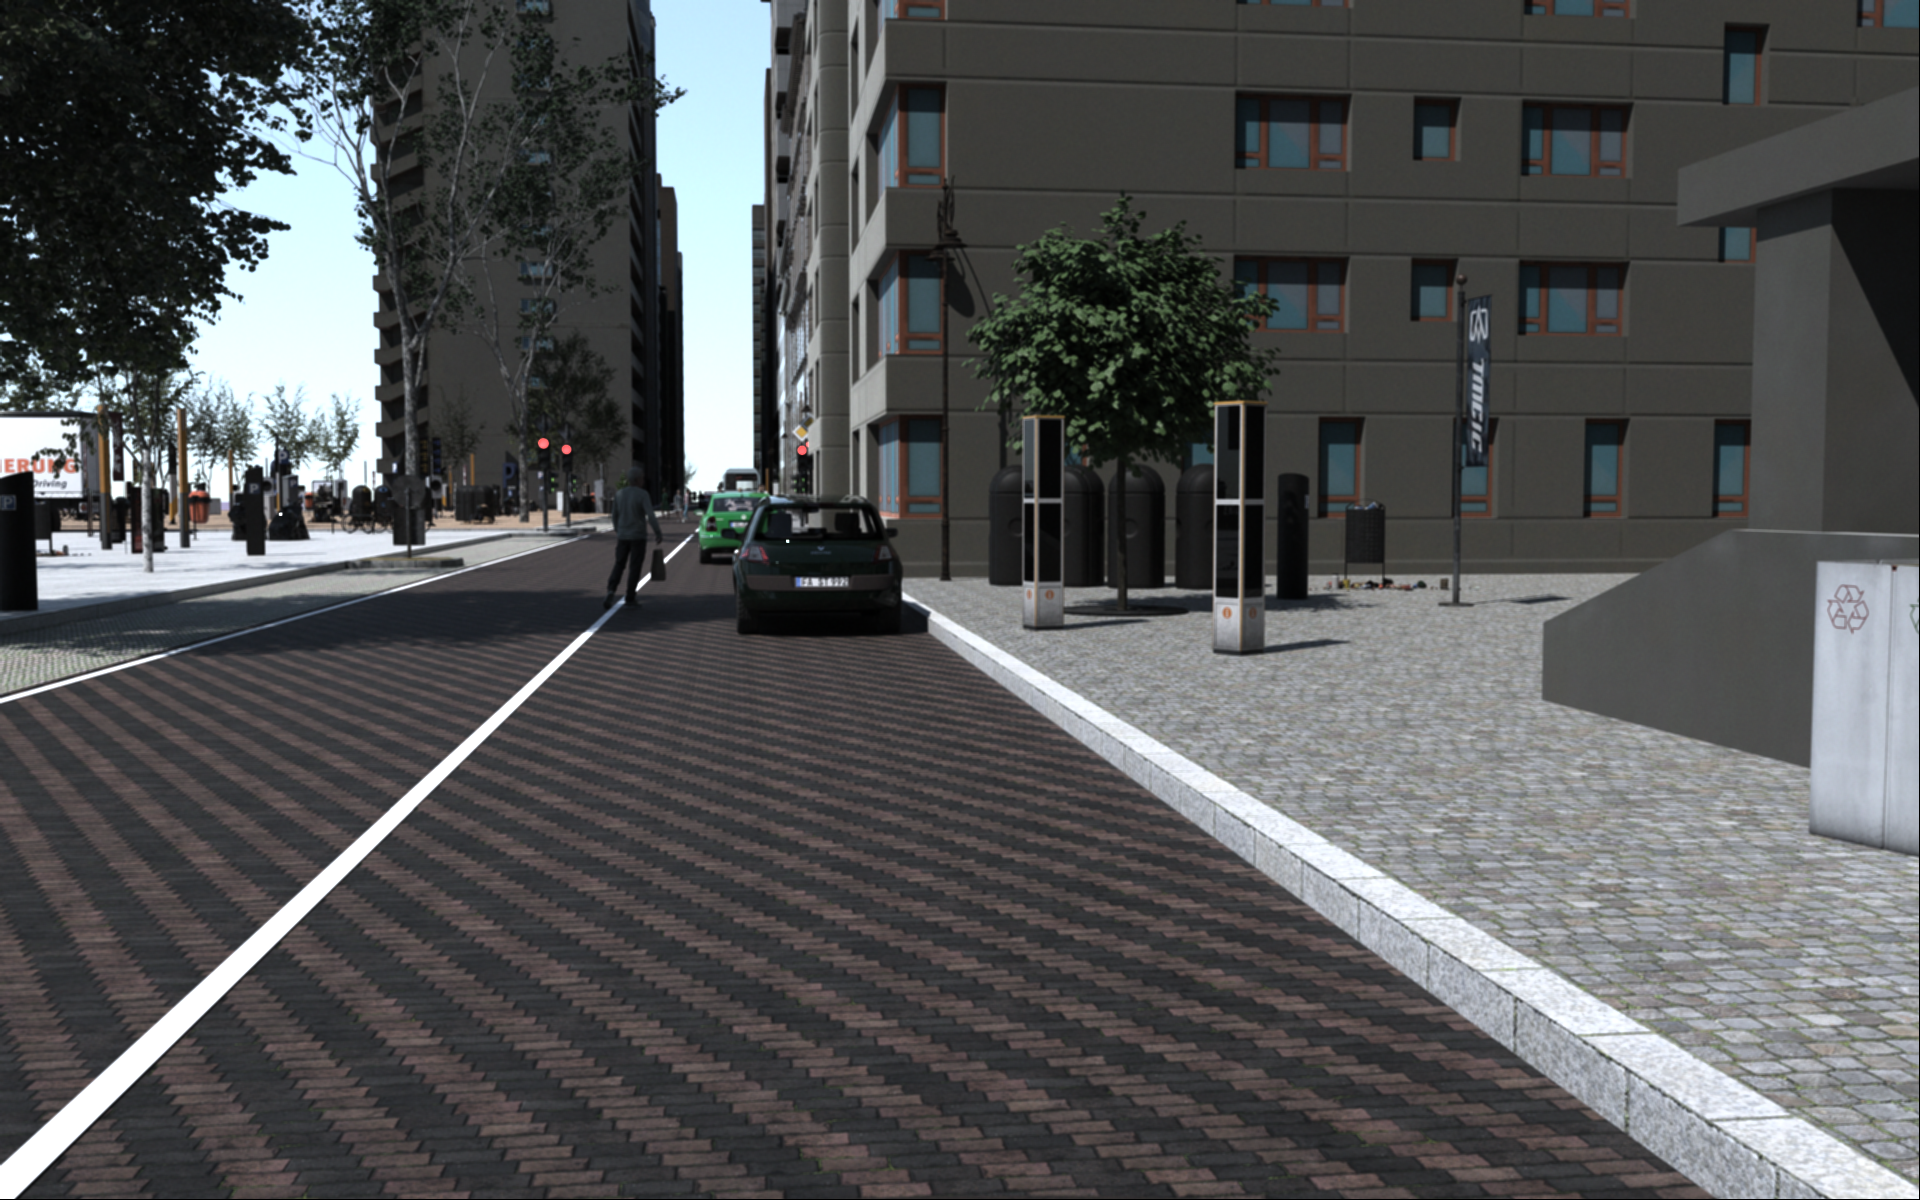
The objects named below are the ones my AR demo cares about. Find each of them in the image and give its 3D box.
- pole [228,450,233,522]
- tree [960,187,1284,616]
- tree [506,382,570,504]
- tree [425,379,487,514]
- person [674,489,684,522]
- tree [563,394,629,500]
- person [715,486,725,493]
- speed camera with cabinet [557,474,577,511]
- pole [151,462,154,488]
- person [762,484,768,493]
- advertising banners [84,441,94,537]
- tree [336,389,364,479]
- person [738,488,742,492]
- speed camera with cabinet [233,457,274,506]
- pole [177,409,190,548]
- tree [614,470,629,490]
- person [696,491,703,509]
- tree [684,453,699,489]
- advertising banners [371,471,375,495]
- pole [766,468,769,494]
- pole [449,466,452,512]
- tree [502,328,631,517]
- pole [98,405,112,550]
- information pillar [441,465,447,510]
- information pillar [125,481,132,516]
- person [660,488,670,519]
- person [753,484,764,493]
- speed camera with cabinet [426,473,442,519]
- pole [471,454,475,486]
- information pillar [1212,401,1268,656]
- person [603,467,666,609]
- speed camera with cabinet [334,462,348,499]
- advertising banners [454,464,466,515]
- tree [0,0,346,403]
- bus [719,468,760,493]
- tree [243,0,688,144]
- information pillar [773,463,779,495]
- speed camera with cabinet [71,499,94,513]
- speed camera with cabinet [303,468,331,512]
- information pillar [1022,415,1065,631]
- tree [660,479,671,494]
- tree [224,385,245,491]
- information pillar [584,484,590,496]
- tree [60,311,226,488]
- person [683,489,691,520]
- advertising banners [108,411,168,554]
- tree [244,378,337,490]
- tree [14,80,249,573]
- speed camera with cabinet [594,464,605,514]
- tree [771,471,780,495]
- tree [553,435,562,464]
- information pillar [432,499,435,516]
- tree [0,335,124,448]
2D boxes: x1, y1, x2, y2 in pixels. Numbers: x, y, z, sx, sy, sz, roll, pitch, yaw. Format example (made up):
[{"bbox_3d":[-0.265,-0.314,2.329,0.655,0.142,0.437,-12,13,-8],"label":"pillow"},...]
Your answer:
[{"bbox_3d":[-33.392,-5.228,79.326,0.158,3.312,0.155,0,3,0],"label":"pole"},{"bbox_3d":[1.734,-2.145,18.791,4.285,4.588,4.351,0,3,0],"label":"tree"},{"bbox_3d":[-26.940,-9.880,111.902,4.737,8.622,4.395,0,3,0],"label":"tree"},{"bbox_3d":[-32.451,-9.837,111.190,4.360,8.622,3.978,0,3,0],"label":"tree"},{"bbox_3d":[-14.372,-4.833,88.528,0.512,1.701,0.522,-1,4,-20],"label":"person"},{"bbox_3d":[-25.442,-10.535,122.615,4.360,8.622,3.978,0,3,0],"label":"tree"},{"bbox_3d":[-11.712,-4.706,85.244,0.655,1.846,0.447,-3,4,-39],"label":"person"},{"bbox_3d":[-29.334,-8.256,129.323,0.660,3.252,2.038,1,4,18],"label":"speed camera with cabinet"},{"bbox_3d":[-51.412,-7.122,110.287,0.158,3.312,0.155,0,3,0],"label":"pole"},{"bbox_3d":[-8.197,-3.883,72.085,0.679,1.850,0.850,3,4,37],"label":"person"},{"bbox_3d":[-26.238,-3.421,52.125,0.090,3.025,2.074,-1,4,-22],"label":"advertising banners"},{"bbox_3d":[-43.527,-10.442,121.082,4.737,8.622,4.395,0,3,0],"label":"tree"},{"bbox_3d":[-12.743,-5.607,100.533,0.624,1.780,0.694,2,4,32],"label":"person"},{"bbox_3d":[-37.876,-6.022,92.790,2.038,3.252,0.660,-1,4,-17],"label":"speed camera with cabinet"},{"bbox_3d":[-18.596,-2.913,41.469,0.158,3.312,0.155,0,3,0],"label":"pole"},{"bbox_3d":[-27.297,-8.910,140.286,1.663,3.219,1.824,0,3,0],"label":"tree"},{"bbox_3d":[-25.809,-9.930,171.382,0.750,1.759,0.617,-2,4,-34],"label":"person"},{"bbox_3d":[-47.368,-21.234,297.532,4.360,8.622,3.978,0,3,0],"label":"tree"},{"bbox_3d":[-44.673,-8.251,131.087,0.090,3.025,2.074,-3,5,-41],"label":"advertising banners"},{"bbox_3d":[-15.284,-8.783,137.444,0.158,3.312,0.155,0,3,0],"label":"pole"},{"bbox_3d":[-36.770,-8.024,125.036,0.158,3.312,0.155,0,3,0],"label":"pole"},{"bbox_3d":[-21.717,-9.894,96.174,7.601,10.594,8.767,-3,5,-42],"label":"tree"},{"bbox_3d":[-19.718,-2.819,39.933,0.158,3.312,0.155,0,3,0],"label":"pole"},{"bbox_3d":[-41.280,-9.005,138.591,0.504,3.616,0.183,-1,4,-20],"label":"information pillar"},{"bbox_3d":[-47.749,-5.813,99.538,0.304,2.012,0.304,-2,4,-34],"label":"information pillar"},{"bbox_3d":[-16.805,-5.502,98.710,0.529,1.795,0.600,1,4,9],"label":"person"},{"bbox_3d":[-8.029,-3.709,69.113,0.622,1.834,0.822,-3,5,-44],"label":"person"},{"bbox_3d":[-27.437,-5.735,88.109,2.038,3.252,0.660,-2,4,-33],"label":"speed camera with cabinet"},{"bbox_3d":[-24.769,-5.764,88.080,0.158,3.312,0.155,0,3,0],"label":"pole"},{"bbox_3d":[2.236,-0.572,13.849,0.304,2.012,0.304,-3,5,-41],"label":"information pillar"},{"bbox_3d":[-4.039,-0.774,21.633,0.782,1.767,0.515,1,4,22],"label":"person"},{"bbox_3d":[-37.035,-6.807,105.623,2.038,3.252,0.660,-1,4,-9],"label":"speed camera with cabinet"},{"bbox_3d":[-29.302,-6.446,101.583,0.090,3.025,2.074,-2,4,-35],"label":"advertising banners"},{"bbox_3d":[-10.522,-6.684,15.938,9.857,13.997,8.962,0,3,0],"label":"tree"},{"bbox_3d":[-16.383,-8.192,128.799,2.948,3.499,13.247,-1,4,-8],"label":"bus"},{"bbox_3d":[-14.622,-11.810,48.978,12.611,20.169,13.585,0,3,0],"label":"tree"},{"bbox_3d":[-13.713,-8.418,128.993,0.504,3.616,0.183,2,4,26],"label":"information pillar"},{"bbox_3d":[-54.114,-6.902,107.177,0.660,3.252,2.038,1,4,12],"label":"speed camera with cabinet"},{"bbox_3d":[-47.053,-8.107,126.889,2.038,3.252,0.660,-2,4,-23],"label":"speed camera with cabinet"},{"bbox_3d":[0.787,-0.726,16.357,0.304,2.012,0.304,-1,4,-23],"label":"information pillar"},{"bbox_3d":[-36.687,-13.467,214.792,1.663,3.219,1.824,0,3,0],"label":"tree"},{"bbox_3d":[-48.754,-10.177,116.748,4.737,8.622,4.395,0,3,0],"label":"tree"},{"bbox_3d":[-27.636,-7.571,128.277,0.304,2.012,0.304,3,5,40],"label":"information pillar"},{"bbox_3d":[-31.439,-7.127,66.890,4.737,8.622,4.395,0,3,0],"label":"tree"},{"bbox_3d":[-15.402,-5.392,97.493,0.643,1.720,0.563,-2,4,-24],"label":"person"},{"bbox_3d":[-17.796,-2.525,37.479,0.090,3.025,2.074,0,4,6],"label":"advertising banners"},{"bbox_3d":[-42.649,-9.794,110.493,4.737,8.622,4.395,0,3,0],"label":"tree"},{"bbox_3d":[-13.485,-4.767,28.302,4.360,8.622,3.978,0,3,0],"label":"tree"},{"bbox_3d":[-23.725,-7.320,114.022,0.660,3.252,2.038,0,4,-8],"label":"speed camera with cabinet"},{"bbox_3d":[-15.107,-9.176,144.632,1.663,3.219,1.824,0,3,0],"label":"tree"},{"bbox_3d":[-29.407,-11.255,134.375,4.360,8.622,3.978,0,3,0],"label":"tree"},{"bbox_3d":[-30.616,-5.869,100.448,0.304,2.012,0.304,-2,4,-25],"label":"information pillar"},{"bbox_3d":[-40.190,-7.689,76.077,4.737,8.622,4.395,0,3,0],"label":"tree"}]
